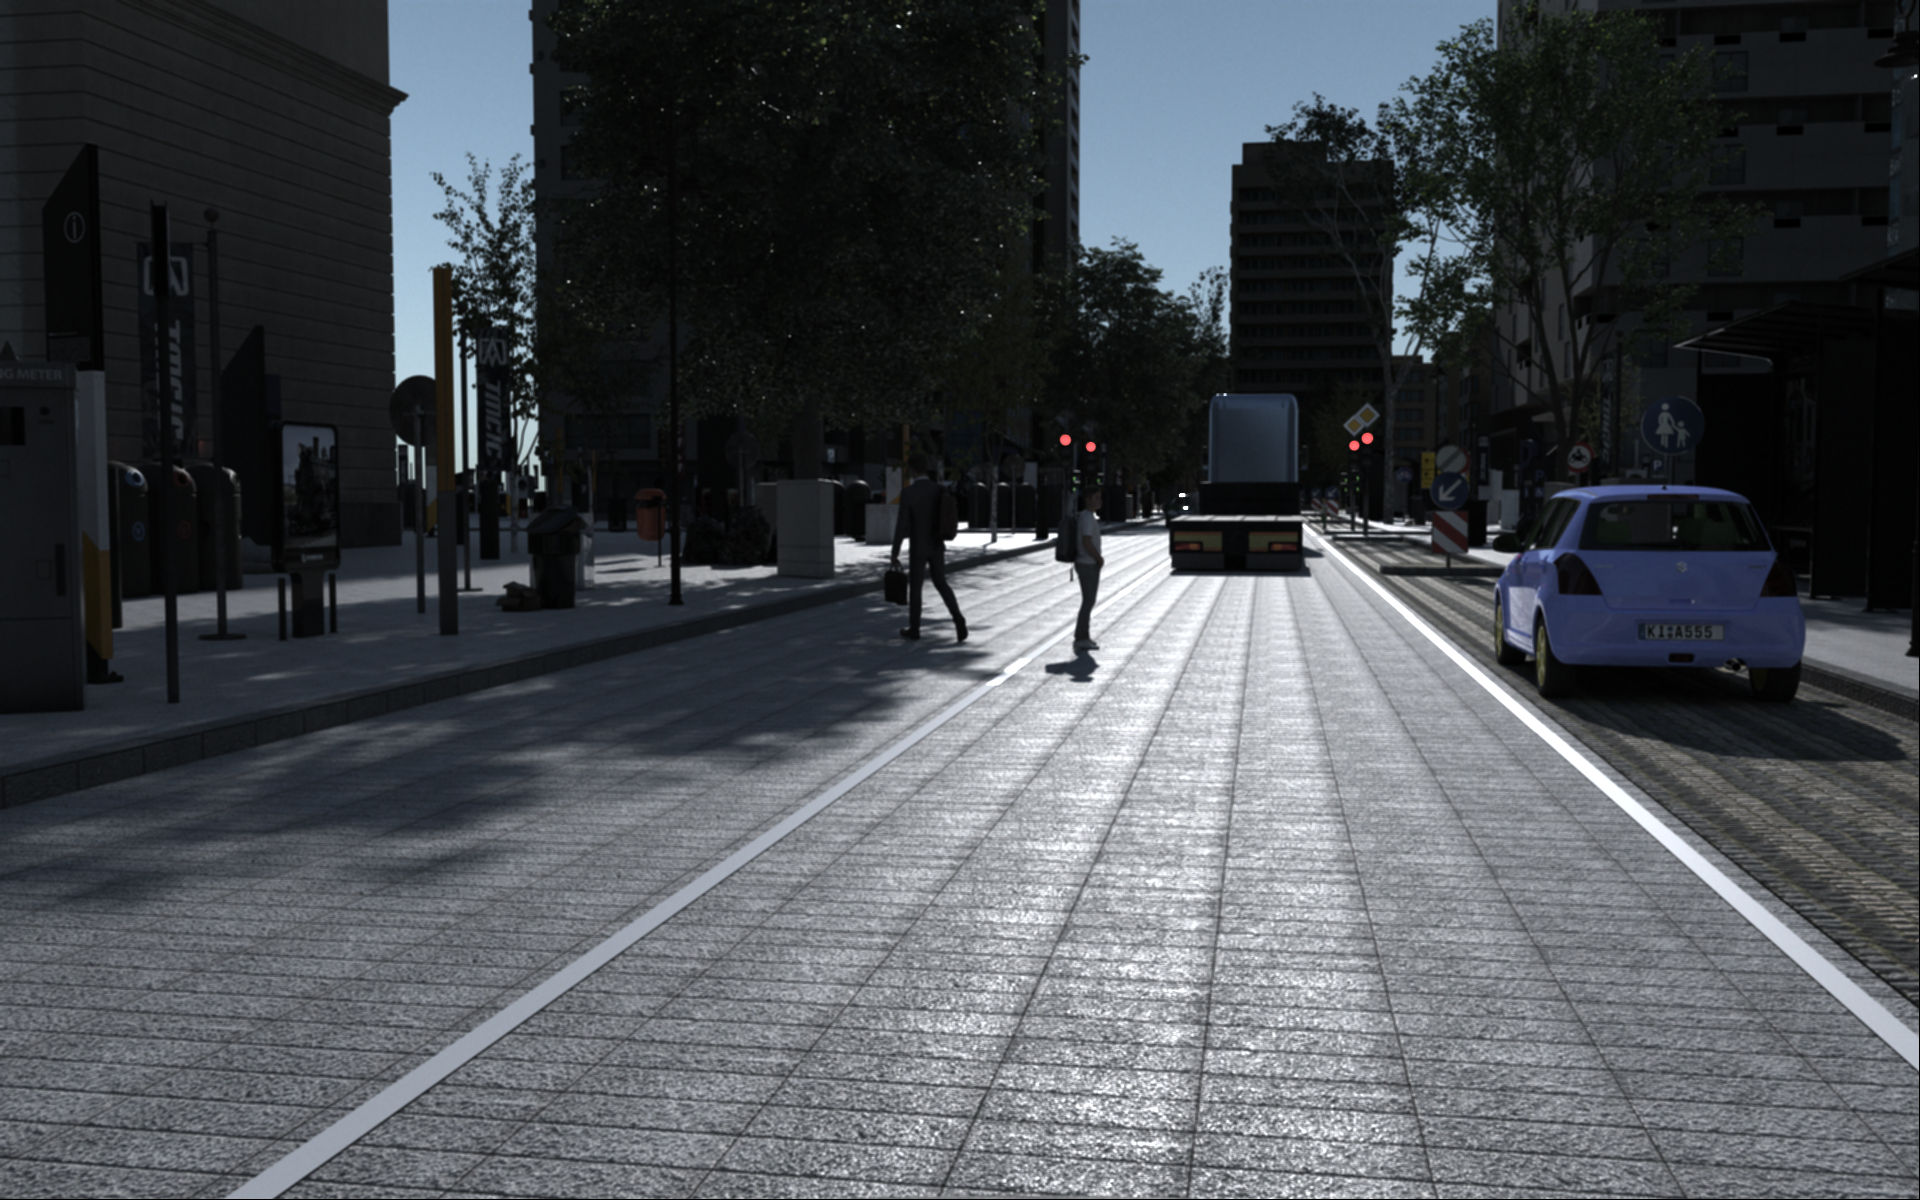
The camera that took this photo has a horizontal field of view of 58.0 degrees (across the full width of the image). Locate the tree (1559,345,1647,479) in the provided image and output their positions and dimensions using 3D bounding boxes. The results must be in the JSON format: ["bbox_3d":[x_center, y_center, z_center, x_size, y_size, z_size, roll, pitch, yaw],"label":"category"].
[{"bbox_3d":[31.585,-8.220,84.757,4.360,8.622,3.978,0,3,0],"label":"tree"}]

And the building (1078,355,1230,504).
[{"bbox_3d":[24.016,-24.664,248.297,28.899,21.520,27.650,1,4,10],"label":"building"}]

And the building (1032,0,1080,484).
[{"bbox_3d":[-1.270,-39.727,191.543,28.212,58.520,21.231,1,4,10],"label":"building"}]

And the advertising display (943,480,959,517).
[{"bbox_3d":[-0.419,-4.465,78.219,0.123,1.923,0.974,-3,5,-45],"label":"advertising display"}]

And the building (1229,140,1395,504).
[{"bbox_3d":[48.372,-37.707,240.218,21.600,48.544,21.300,1,4,10],"label":"building"}]

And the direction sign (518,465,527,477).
[{"bbox_3d":[-33.768,-8.680,133.916,0.379,3.537,0.876,3,5,44],"label":"direction sign"}]

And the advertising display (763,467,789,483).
[{"bbox_3d":[-4.359,-2.200,41.190,0.123,1.923,0.974,2,4,26],"label":"advertising display"}]

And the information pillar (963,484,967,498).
[{"bbox_3d":[0.365,-7.400,125.484,0.304,2.012,0.304,1,4,9],"label":"information pillar"}]

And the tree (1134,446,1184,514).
[{"bbox_3d":[12.990,-7.970,114.016,4.285,4.588,4.351,0,3,0],"label":"tree"}]

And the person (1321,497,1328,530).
[{"bbox_3d":[14.528,-3.440,69.000,0.306,1.304,0.590,2,4,31],"label":"person"}]

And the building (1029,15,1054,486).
[{"bbox_3d":[-1.653,-44.399,164.175,20.563,71.187,20.611,1,4,10],"label":"building"}]

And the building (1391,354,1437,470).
[{"bbox_3d":[73.851,-24.165,240.130,28.899,21.520,27.650,1,4,10],"label":"building"}]

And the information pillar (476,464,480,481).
[{"bbox_3d":[-37.190,-8.719,133.914,0.504,3.616,0.183,0,4,6],"label":"information pillar"}]

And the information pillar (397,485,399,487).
[{"bbox_3d":[-43.726,-7.995,135.208,0.304,2.012,0.304,-2,4,-25],"label":"information pillar"}]

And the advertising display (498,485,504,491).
[{"bbox_3d":[-32.838,-7.195,122.845,0.974,1.923,0.123,1,4,12],"label":"advertising display"}]

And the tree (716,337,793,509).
[{"bbox_3d":[-8.856,-7.676,75.861,4.737,8.622,4.395,0,3,0],"label":"tree"}]

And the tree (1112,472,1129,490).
[{"bbox_3d":[12.302,-8.565,134.645,1.663,3.219,1.824,0,3,0],"label":"tree"}]

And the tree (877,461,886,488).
[{"bbox_3d":[-3.299,-5.774,89.006,1.663,3.219,1.824,0,3,0],"label":"tree"}]

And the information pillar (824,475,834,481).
[{"bbox_3d":[-5.124,-3.868,67.731,0.304,2.012,0.304,-2,4,-24],"label":"information pillar"}]

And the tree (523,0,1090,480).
[{"bbox_3d":[-2.503,-7.451,28.476,9.857,13.997,8.962,0,3,0],"label":"tree"}]

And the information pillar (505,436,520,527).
[{"bbox_3d":[-17.214,-4.600,66.566,0.504,3.616,0.183,-3,4,-38],"label":"information pillar"}]

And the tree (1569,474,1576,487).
[{"bbox_3d":[31.087,-5.826,89.859,1.663,3.219,1.824,0,3,0],"label":"tree"}]

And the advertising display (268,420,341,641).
[{"bbox_3d":[-5.872,-0.632,15.555,0.123,1.923,0.974,1,4,9],"label":"advertising display"}]

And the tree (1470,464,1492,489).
[{"bbox_3d":[29.802,-6.320,97.929,1.663,3.219,1.824,0,3,0],"label":"tree"}]

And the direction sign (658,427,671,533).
[{"bbox_3d":[-9.644,-4.001,57.412,0.876,3.537,0.379,2,4,29],"label":"direction sign"}]

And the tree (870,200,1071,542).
[{"bbox_3d":[-0.322,-5.364,38.068,4.737,8.622,4.395,0,3,0],"label":"tree"}]

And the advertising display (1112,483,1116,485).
[{"bbox_3d":[8.917,-5.861,101.048,0.974,1.923,0.123,1,4,8],"label":"advertising display"}]

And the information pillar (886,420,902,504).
[{"bbox_3d":[-2.023,-3.745,52.592,0.504,3.616,0.183,0,4,3],"label":"information pillar"}]

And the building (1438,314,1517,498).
[{"bbox_3d":[64.496,-20.265,176.371,27.650,21.520,28.899,1,4,10],"label":"building"}]

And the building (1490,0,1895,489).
[{"bbox_3d":[60.971,-34.138,147.396,28.713,52.752,27.495,1,4,10],"label":"building"}]

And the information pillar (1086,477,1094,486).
[{"bbox_3d":[5.462,-4.187,72.948,0.304,2.012,0.304,1,4,9],"label":"information pillar"}]

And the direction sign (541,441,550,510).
[{"bbox_3d":[-17.864,-5.057,74.686,0.379,3.537,0.876,-3,4,-38],"label":"direction sign"}]

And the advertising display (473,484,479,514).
[{"bbox_3d":[-31.831,-6.668,114.241,0.123,1.923,0.974,1,4,15],"label":"advertising display"}]

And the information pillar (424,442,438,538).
[{"bbox_3d":[-15.534,-3.647,50.988,0.183,3.616,0.504,2,4,34],"label":"information pillar"}]

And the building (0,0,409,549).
[{"bbox_3d":[-26.868,-14.787,39.028,25.104,27.353,12.463,1,4,10],"label":"building"}]

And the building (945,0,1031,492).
[{"bbox_3d":[-1.869,-30.376,146.750,14.600,45.320,14.200,1,4,10],"label":"building"}]

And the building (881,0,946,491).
[{"bbox_3d":[-13.400,-30.420,121.063,21.300,48.544,21.600,1,4,10],"label":"building"}]

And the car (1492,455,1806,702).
[{"bbox_3d":[5.132,-0.226,13.279,1.945,1.707,3.694,1,4,10],"label":"car"}]

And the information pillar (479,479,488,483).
[{"bbox_3d":[-22.679,-4.772,82.521,0.304,2.012,0.304,-3,5,-44],"label":"information pillar"}]

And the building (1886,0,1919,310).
[{"bbox_3d":[95.912,-33.874,173.455,30.456,49.044,23.786,1,4,10],"label":"building"}]

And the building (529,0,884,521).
[{"bbox_3d":[-12.203,-19.313,87.465,14.160,30.474,14.107,1,4,10],"label":"building"}]

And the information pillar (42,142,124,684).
[{"bbox_3d":[-5.979,-1.247,11.748,0.504,3.616,0.183,2,4,26],"label":"information pillar"}]

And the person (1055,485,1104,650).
[{"bbox_3d":[1.172,-0.302,16.034,0.523,1.515,0.503,-3,4,-38],"label":"person"}]

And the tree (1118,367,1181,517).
[{"bbox_3d":[10.344,-9.018,97.806,4.360,8.622,3.978,0,3,0],"label":"tree"}]

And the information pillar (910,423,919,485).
[{"bbox_3d":[-1.557,-3.983,56.477,0.504,3.616,0.183,-2,4,-26],"label":"information pillar"}]

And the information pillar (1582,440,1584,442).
[{"bbox_3d":[26.777,-5.095,74.652,0.183,3.616,0.504,1,4,9],"label":"information pillar"}]

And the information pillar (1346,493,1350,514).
[{"bbox_3d":[24.808,-6.488,110.572,0.304,2.012,0.304,0,4,3],"label":"information pillar"}]

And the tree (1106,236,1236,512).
[{"bbox_3d":[7.454,-10.941,85.543,9.857,13.997,8.962,0,3,0],"label":"tree"}]

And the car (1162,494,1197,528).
[{"bbox_3d":[9.761,-3.818,74.229,2.131,1.459,4.920,1,4,8],"label":"car"}]

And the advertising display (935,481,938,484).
[{"bbox_3d":[-0.808,-5.109,88.753,0.974,1.923,0.123,-2,4,-31],"label":"advertising display"}]

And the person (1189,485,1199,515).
[{"bbox_3d":[9.652,-3.793,70.791,0.678,1.792,0.850,2,4,26],"label":"person"}]
